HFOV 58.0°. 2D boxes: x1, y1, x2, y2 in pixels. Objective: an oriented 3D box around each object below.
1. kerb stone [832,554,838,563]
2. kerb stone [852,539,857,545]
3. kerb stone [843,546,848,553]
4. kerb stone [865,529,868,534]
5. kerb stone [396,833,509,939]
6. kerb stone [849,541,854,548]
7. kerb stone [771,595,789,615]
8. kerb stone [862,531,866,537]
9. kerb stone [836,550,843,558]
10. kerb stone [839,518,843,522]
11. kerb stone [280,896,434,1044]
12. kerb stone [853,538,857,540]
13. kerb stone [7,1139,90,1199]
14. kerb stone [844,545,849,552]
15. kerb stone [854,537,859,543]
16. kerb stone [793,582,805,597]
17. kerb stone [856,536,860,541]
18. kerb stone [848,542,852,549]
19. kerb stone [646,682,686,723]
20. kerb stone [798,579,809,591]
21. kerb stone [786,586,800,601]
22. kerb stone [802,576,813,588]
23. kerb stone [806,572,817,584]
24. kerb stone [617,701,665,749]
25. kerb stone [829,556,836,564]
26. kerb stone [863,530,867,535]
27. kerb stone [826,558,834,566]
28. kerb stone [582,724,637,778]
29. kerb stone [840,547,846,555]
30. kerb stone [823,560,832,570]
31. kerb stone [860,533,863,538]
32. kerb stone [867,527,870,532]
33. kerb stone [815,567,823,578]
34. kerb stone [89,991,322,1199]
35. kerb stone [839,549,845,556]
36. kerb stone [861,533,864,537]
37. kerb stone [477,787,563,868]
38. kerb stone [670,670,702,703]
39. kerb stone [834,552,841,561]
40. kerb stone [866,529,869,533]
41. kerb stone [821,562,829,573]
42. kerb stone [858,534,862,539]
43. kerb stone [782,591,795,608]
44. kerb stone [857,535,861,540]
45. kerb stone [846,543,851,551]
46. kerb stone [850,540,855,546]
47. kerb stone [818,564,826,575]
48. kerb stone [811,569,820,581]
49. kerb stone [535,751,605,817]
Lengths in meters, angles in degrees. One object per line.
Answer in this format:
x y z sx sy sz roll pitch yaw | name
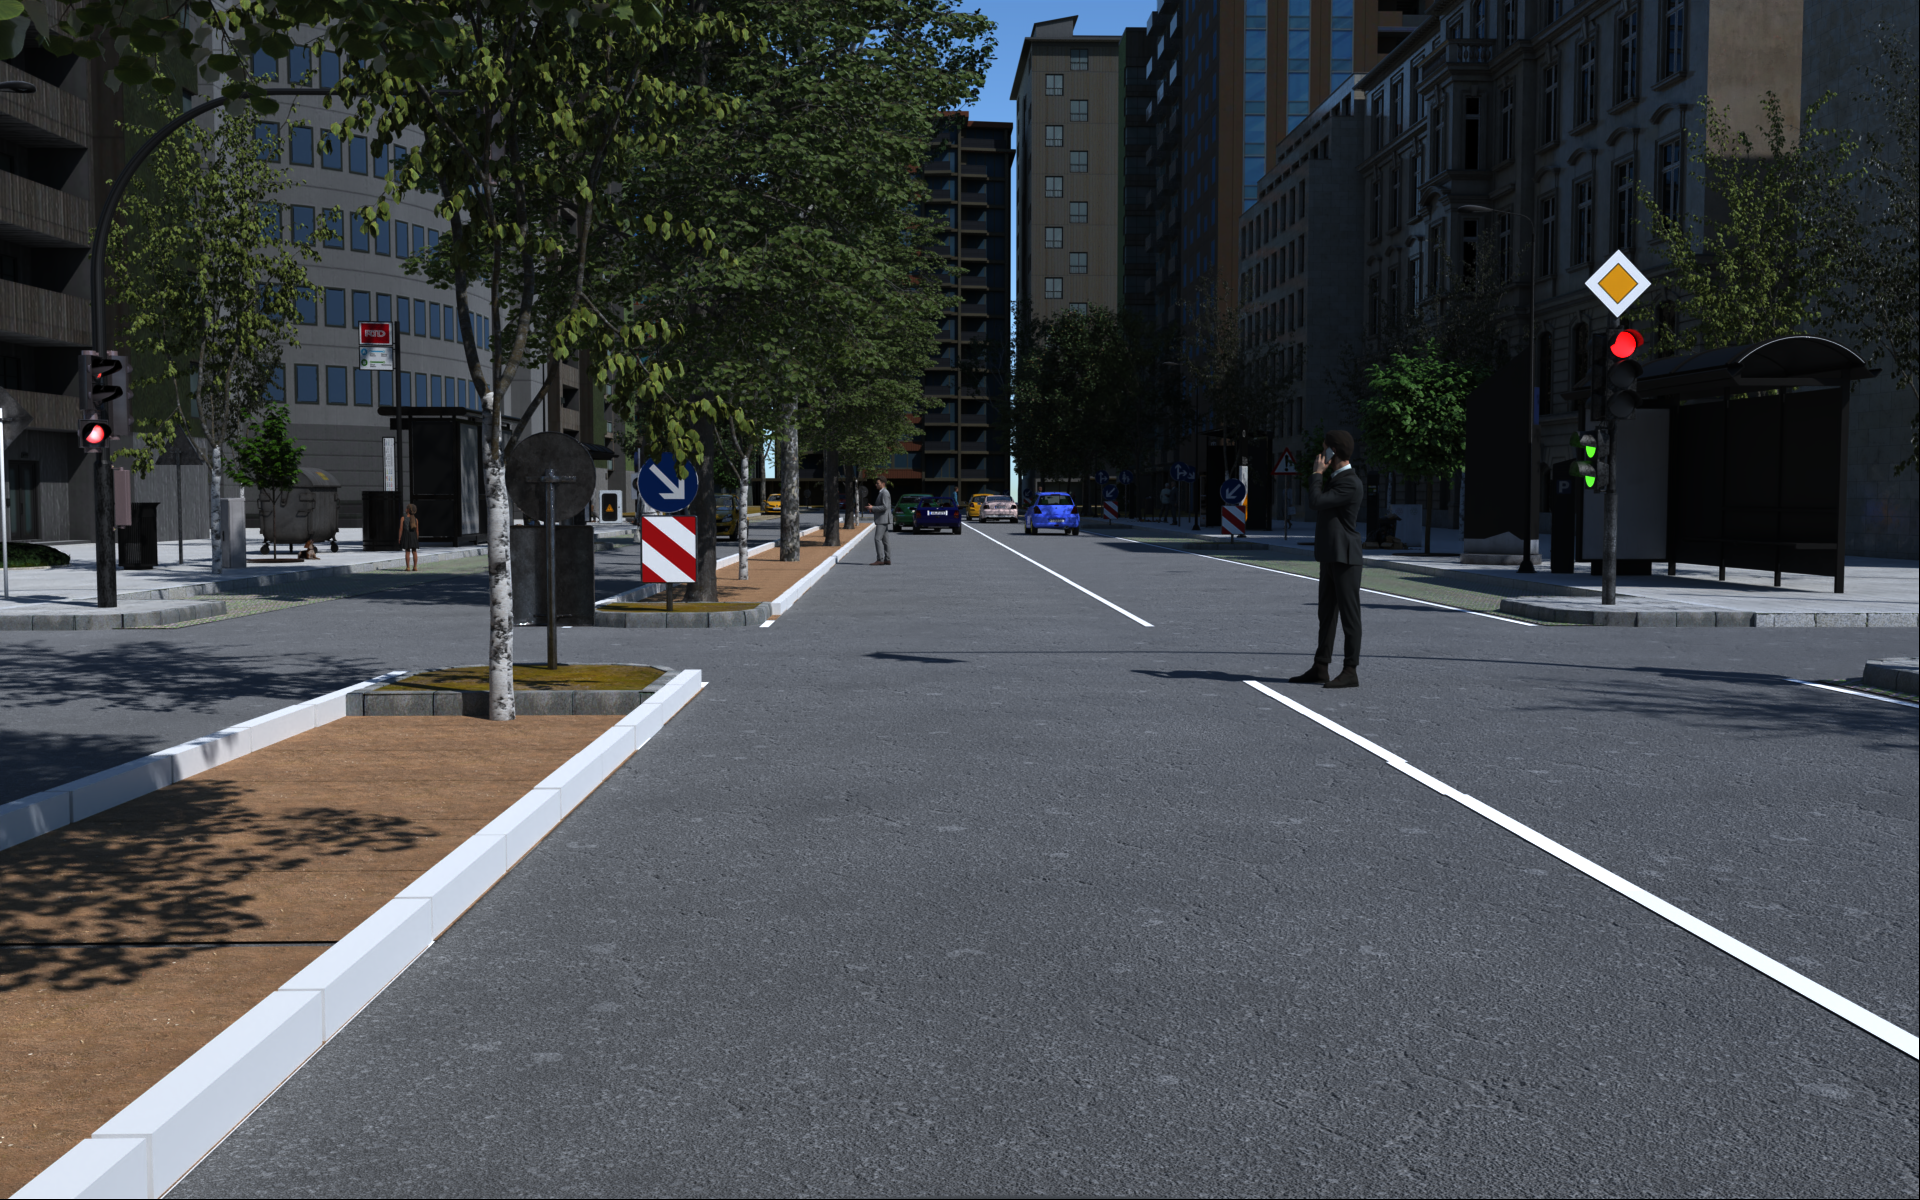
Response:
-2.607 -0.795 35.235 0.120 0.150 1.000 0 4 -2 | kerb stone
-2.920 -1.481 46.500 0.120 0.150 1.000 0 4 -2 | kerb stone
-2.742 -1.107 40.352 0.120 0.150 1.000 0 4 -2 | kerb stone
-3.284 -2.237 58.787 0.120 0.150 1.000 0 4 -2 | kerb stone
-1.755 0.989 6.018 0.120 0.150 1.000 0 4 -2 | kerb stone
-2.866 -1.358 44.452 0.120 0.150 1.000 0 4 -2 | kerb stone
-2.186 0.080 20.882 0.120 0.150 1.000 0 4 -2 | kerb stone
-3.190 -2.049 55.720 0.120 0.150 1.000 0 4 -2 | kerb stone
-2.657 -0.923 37.279 0.120 0.150 1.000 0 4 -2 | kerb stone
-6.391 -4.368 93.620 0.120 0.150 1.000 0 4 -2 | kerb stone
-1.723 1.053 4.996 0.120 0.150 1.000 0 4 -2 | kerb stone
-2.961 -1.549 47.529 0.120 0.150 1.000 0 4 -2 | kerb stone
-1.667 1.177 2.953 0.120 0.150 1.000 0 4 -2 | kerb stone
-2.781 -1.173 41.380 0.120 0.150 1.000 0 4 -2 | kerb stone
-2.989 -1.607 48.554 0.120 0.150 1.000 0 4 -2 | kerb stone
-2.271 -0.107 23.950 0.120 0.150 1.000 0 4 -2 | kerb stone
-3.015 -1.674 49.577 0.120 0.150 1.000 0 4 -2 | kerb stone
-2.839 -1.295 43.430 0.120 0.150 1.000 0 4 -2 | kerb stone
-1.904 0.676 11.141 0.120 0.150 1.000 0 4 -2 | kerb stone
-2.309 -0.168 24.978 0.120 0.150 1.000 0 4 -2 | kerb stone
-2.248 -0.045 22.928 0.120 0.150 1.000 0 4 -2 | kerb stone
-2.340 -0.231 26.002 0.120 0.150 1.000 0 4 -2 | kerb stone
-2.360 -0.295 27.024 0.120 0.150 1.000 0 4 -2 | kerb stone
-1.873 0.740 10.115 0.120 0.150 1.000 0 4 -2 | kerb stone
-2.573 -0.734 34.206 0.120 0.150 1.000 0 4 -2 | kerb stone
-3.252 -2.173 57.766 0.120 0.150 1.000 0 4 -2 | kerb stone
-2.546 -0.671 33.173 0.120 0.150 1.000 0 4 -2 | kerb stone
-1.849 0.806 9.093 0.120 0.150 1.000 0 4 -2 | kerb stone
-2.723 -1.047 39.322 0.120 0.150 1.000 0 4 -2 | kerb stone
-2.506 -0.608 32.142 0.120 0.150 1.000 0 4 -2 | kerb stone
-3.108 -1.860 52.652 0.120 0.150 1.000 0 4 -2 | kerb stone
-3.372 -2.426 61.856 0.120 0.150 1.000 0 4 -2 | kerb stone
-2.421 -0.420 29.069 0.120 0.150 1.000 0 4 -2 | kerb stone
-1.694 1.114 3.974 0.120 0.150 1.000 0 4 -2 | kerb stone
-2.686 -0.985 38.300 0.120 0.150 1.000 0 4 -2 | kerb stone
-3.138 -1.925 53.674 0.120 0.150 1.000 0 4 -2 | kerb stone
-1.787 0.930 7.043 0.120 0.150 1.000 0 4 -2 | kerb stone
-1.935 0.614 12.162 0.120 0.150 1.000 0 4 -2 | kerb stone
-2.618 -0.858 36.257 0.120 0.150 1.000 0 4 -2 | kerb stone
-3.314 -2.295 59.809 0.120 0.150 1.000 0 4 -2 | kerb stone
-2.477 -0.543 31.113 0.120 0.150 1.000 0 4 -2 | kerb stone
-3.082 -1.795 51.625 0.120 0.150 1.000 0 4 -2 | kerb stone
-2.213 0.018 21.906 0.120 0.150 1.000 0 4 -2 | kerb stone
-3.043 -1.737 50.603 0.120 0.150 1.000 0 4 -2 | kerb stone
-2.796 -1.236 42.402 0.120 0.150 1.000 0 4 -2 | kerb stone
-2.894 -1.424 45.476 0.120 0.150 1.000 0 4 -2 | kerb stone
-2.453 -0.482 30.091 0.120 0.150 1.000 0 4 -2 | kerb stone
-2.391 -0.357 28.047 0.120 0.150 1.000 0 4 -2 | kerb stone
-1.818 0.864 8.071 0.120 0.150 1.000 0 4 -2 | kerb stone
